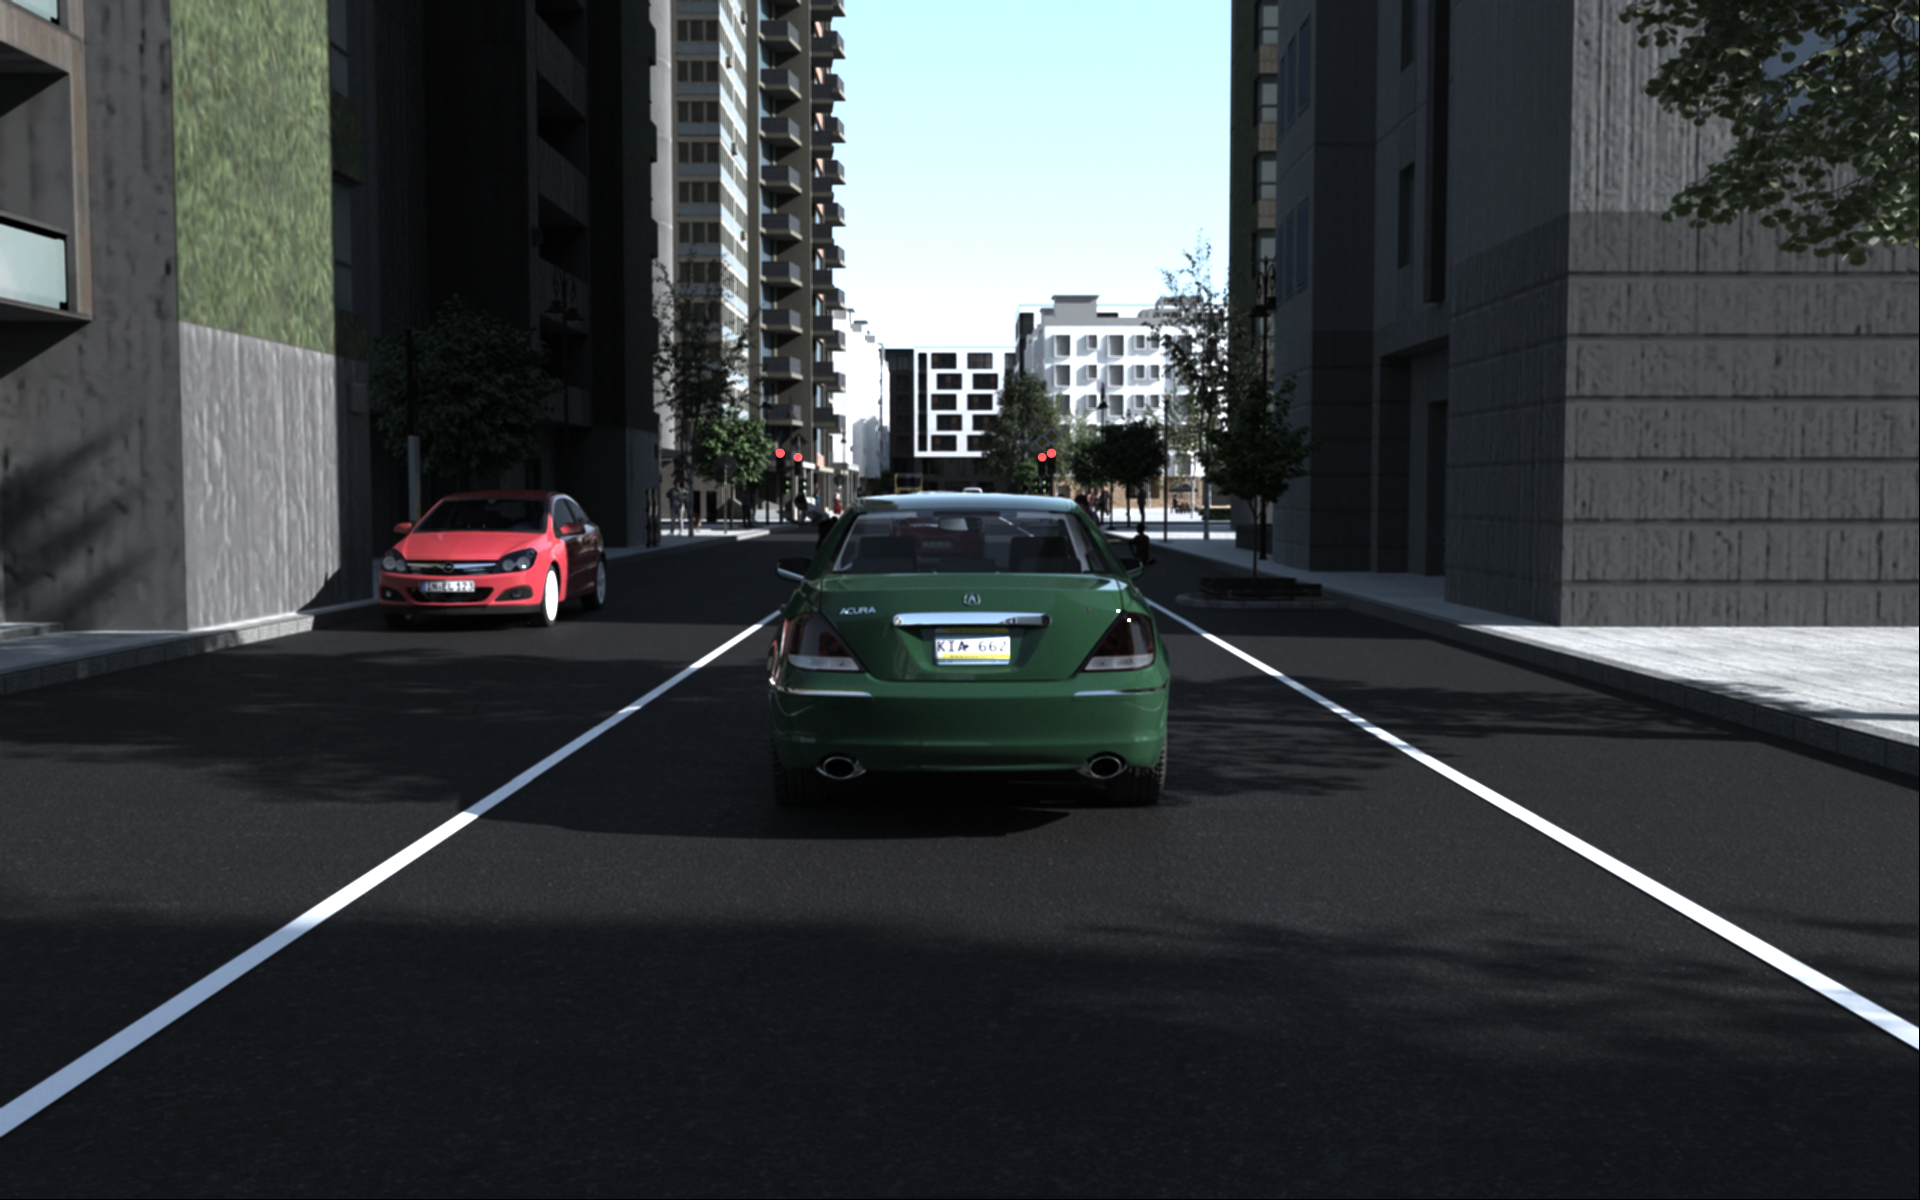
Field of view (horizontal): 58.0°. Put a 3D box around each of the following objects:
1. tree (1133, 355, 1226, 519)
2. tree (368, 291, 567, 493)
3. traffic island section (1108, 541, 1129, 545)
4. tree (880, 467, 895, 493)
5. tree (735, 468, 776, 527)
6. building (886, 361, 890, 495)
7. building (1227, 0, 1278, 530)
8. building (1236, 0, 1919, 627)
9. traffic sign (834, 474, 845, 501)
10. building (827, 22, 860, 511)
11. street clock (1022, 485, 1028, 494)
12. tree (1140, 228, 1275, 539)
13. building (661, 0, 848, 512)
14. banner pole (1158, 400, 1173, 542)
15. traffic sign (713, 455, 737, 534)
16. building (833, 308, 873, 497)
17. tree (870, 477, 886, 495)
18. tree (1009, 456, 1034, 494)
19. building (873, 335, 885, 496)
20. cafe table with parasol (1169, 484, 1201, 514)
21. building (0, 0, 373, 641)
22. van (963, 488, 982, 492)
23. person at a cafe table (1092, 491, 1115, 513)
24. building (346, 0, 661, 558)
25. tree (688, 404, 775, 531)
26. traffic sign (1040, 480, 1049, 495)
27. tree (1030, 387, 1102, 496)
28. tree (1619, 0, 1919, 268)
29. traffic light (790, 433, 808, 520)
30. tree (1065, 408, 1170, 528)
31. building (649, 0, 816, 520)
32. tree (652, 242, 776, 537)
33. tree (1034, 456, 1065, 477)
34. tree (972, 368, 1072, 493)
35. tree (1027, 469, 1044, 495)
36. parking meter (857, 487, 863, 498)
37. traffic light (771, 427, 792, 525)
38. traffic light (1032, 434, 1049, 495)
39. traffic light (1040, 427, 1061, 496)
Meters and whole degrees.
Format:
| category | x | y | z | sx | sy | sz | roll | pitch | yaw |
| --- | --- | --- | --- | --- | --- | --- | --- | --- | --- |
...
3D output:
| category | x | y | z | sx | sy | sz | roll | pitch | yaw |
| --- | --- | --- | --- | --- | --- | --- | --- | --- | --- |
| tree | 11.973 | -8.577 | 90.600 | 4.737 | 8.622 | 4.395 | 0 | 3 | 0 |
| tree | -8.070 | -2.725 | 28.263 | 4.285 | 4.588 | 4.351 | 0 | 3 | 0 |
| traffic island section | 3.838 | -1.663 | 50.051 | 1.991 | 0.108 | 1.994 | 0 | 3 | 0 |
| tree | -8.866 | -13.648 | 206.856 | 4.285 | 4.588 | 4.351 | 0 | 3 | 0 |
| tree | -8.322 | -4.482 | 67.883 | 1.663 | 3.219 | 1.824 | 0 | 3 | 0 |
| building | -14.891 | -22.370 | 222.163 | 11.380 | 20.091 | 16.016 | 0 | 3 | 0 |
| building | 16.860 | -23.236 | 63.497 | 14.154 | 41.232 | 14.086 | 0 | 3 | 0 |
| building | 16.275 | -29.780 | 28.906 | 21.231 | 58.520 | 28.212 | 0 | 3 | 0 |
| traffic sign | -7.604 | -6.674 | 109.231 | 0.768 | 2.556 | 0.104 | 0 | 4 | 8 |
| building | -18.912 | -43.101 | 142.946 | 20.563 | 71.187 | 20.611 | 0 | 3 | 0 |
| street clock | 5.448 | -8.592 | 145.046 | 0.471 | 2.002 | 0.358 | -1 | 4 | -14 |
| tree | 7.224 | -6.024 | 48.847 | 4.360 | 8.622 | 3.978 | 0 | 3 | 0 |
| building | -19.297 | -28.389 | 118.786 | 22.147 | 44.769 | 28.867 | 0 | 3 | 0 |
| banner pole | 5.449 | -3.412 | 45.805 | 0.401 | 3.779 | 0.863 | 0 | 4 | 6 |
| traffic sign | -7.568 | -3.408 | 55.825 | 0.768 | 2.556 | 0.104 | 0 | 4 | 2 |
| building | -17.324 | -19.412 | 173.806 | 16.016 | 20.091 | 11.380 | 0 | 3 | 0 |
| tree | -8.238 | -10.963 | 173.853 | 1.663 | 3.219 | 1.824 | 0 | 3 | 0 |
| tree | 5.837 | -10.152 | 149.693 | 4.285 | 4.588 | 4.351 | 0 | 3 | 0 |
| building | -16.607 | -20.155 | 185.952 | 16.016 | 20.091 | 11.380 | 0 | 3 | 0 |
| cafe table with parasol | 14.615 | -6.578 | 112.418 | 2.610 | 1.966 | 2.610 | -1 | 4 | -20 |
| building | -14.244 | -20.162 | 13.248 | 14.154 | 41.232 | 14.086 | 0 | 3 | 0 |
| van | 0.869 | -6.782 | 117.891 | 2.013 | 2.044 | 4.112 | 0 | 4 | 2 |
| person at a cafe table | 9.726 | -6.955 | 122.235 | 1.698 | 1.524 | 1.622 | 2 | 4 | 26 |
| building | -15.043 | -16.332 | 38.730 | 14.160 | 30.474 | 14.107 | 0 | 3 | 0 |
| tree | -8.140 | -4.752 | 61.416 | 4.285 | 4.588 | 4.351 | 0 | 3 | 0 |
| traffic sign | 5.488 | -6.777 | 112.941 | 0.606 | 2.300 | 0.079 | 0 | 4 | 6 |
| tree | 6.722 | -10.228 | 117.597 | 4.737 | 8.622 | 4.395 | 0 | 3 | 0 |
| tree | 6.606 | -5.557 | 8.977 | 7.486 | 12.596 | 7.792 | 0 | 3 | 0 |
| traffic light | -7.463 | -5.590 | 80.320 | 0.839 | 4.253 | 0.868 | 0 | 3 | 0 |
| tree | 6.488 | -5.067 | 66.565 | 4.285 | 4.588 | 4.351 | 0 | 3 | 0 |
| building | -24.392 | -24.505 | 92.540 | 32.217 | 40.220 | 23.993 | 0 | 3 | 0 |
| tree | -7.874 | -6.198 | 51.697 | 4.360 | 8.622 | 3.978 | 0 | 3 | 0 |
| tree | 6.784 | -6.329 | 87.200 | 4.285 | 4.588 | 4.351 | 0 | 3 | 0 |
| tree | 5.843 | -14.712 | 157.543 | 9.611 | 12.733 | 9.660 | 0 | 3 | 0 |
| tree | 6.079 | -8.647 | 135.978 | 1.663 | 3.219 | 1.824 | 0 | 3 | 0 |
| parking meter | -7.802 | -7.920 | 135.209 | 0.399 | 1.863 | 0.255 | 1 | 4 | 9 |
| traffic light | -7.456 | -5.102 | 72.335 | 0.839 | 4.253 | 0.868 | 0 | 3 | 0 |
| traffic light | 3.778 | -5.592 | 80.345 | 0.839 | 4.253 | 0.868 | 0 | 3 | 0 |
| traffic light | 3.785 | -5.103 | 72.360 | 0.839 | 4.253 | 0.868 | 0 | 3 | 0 |
